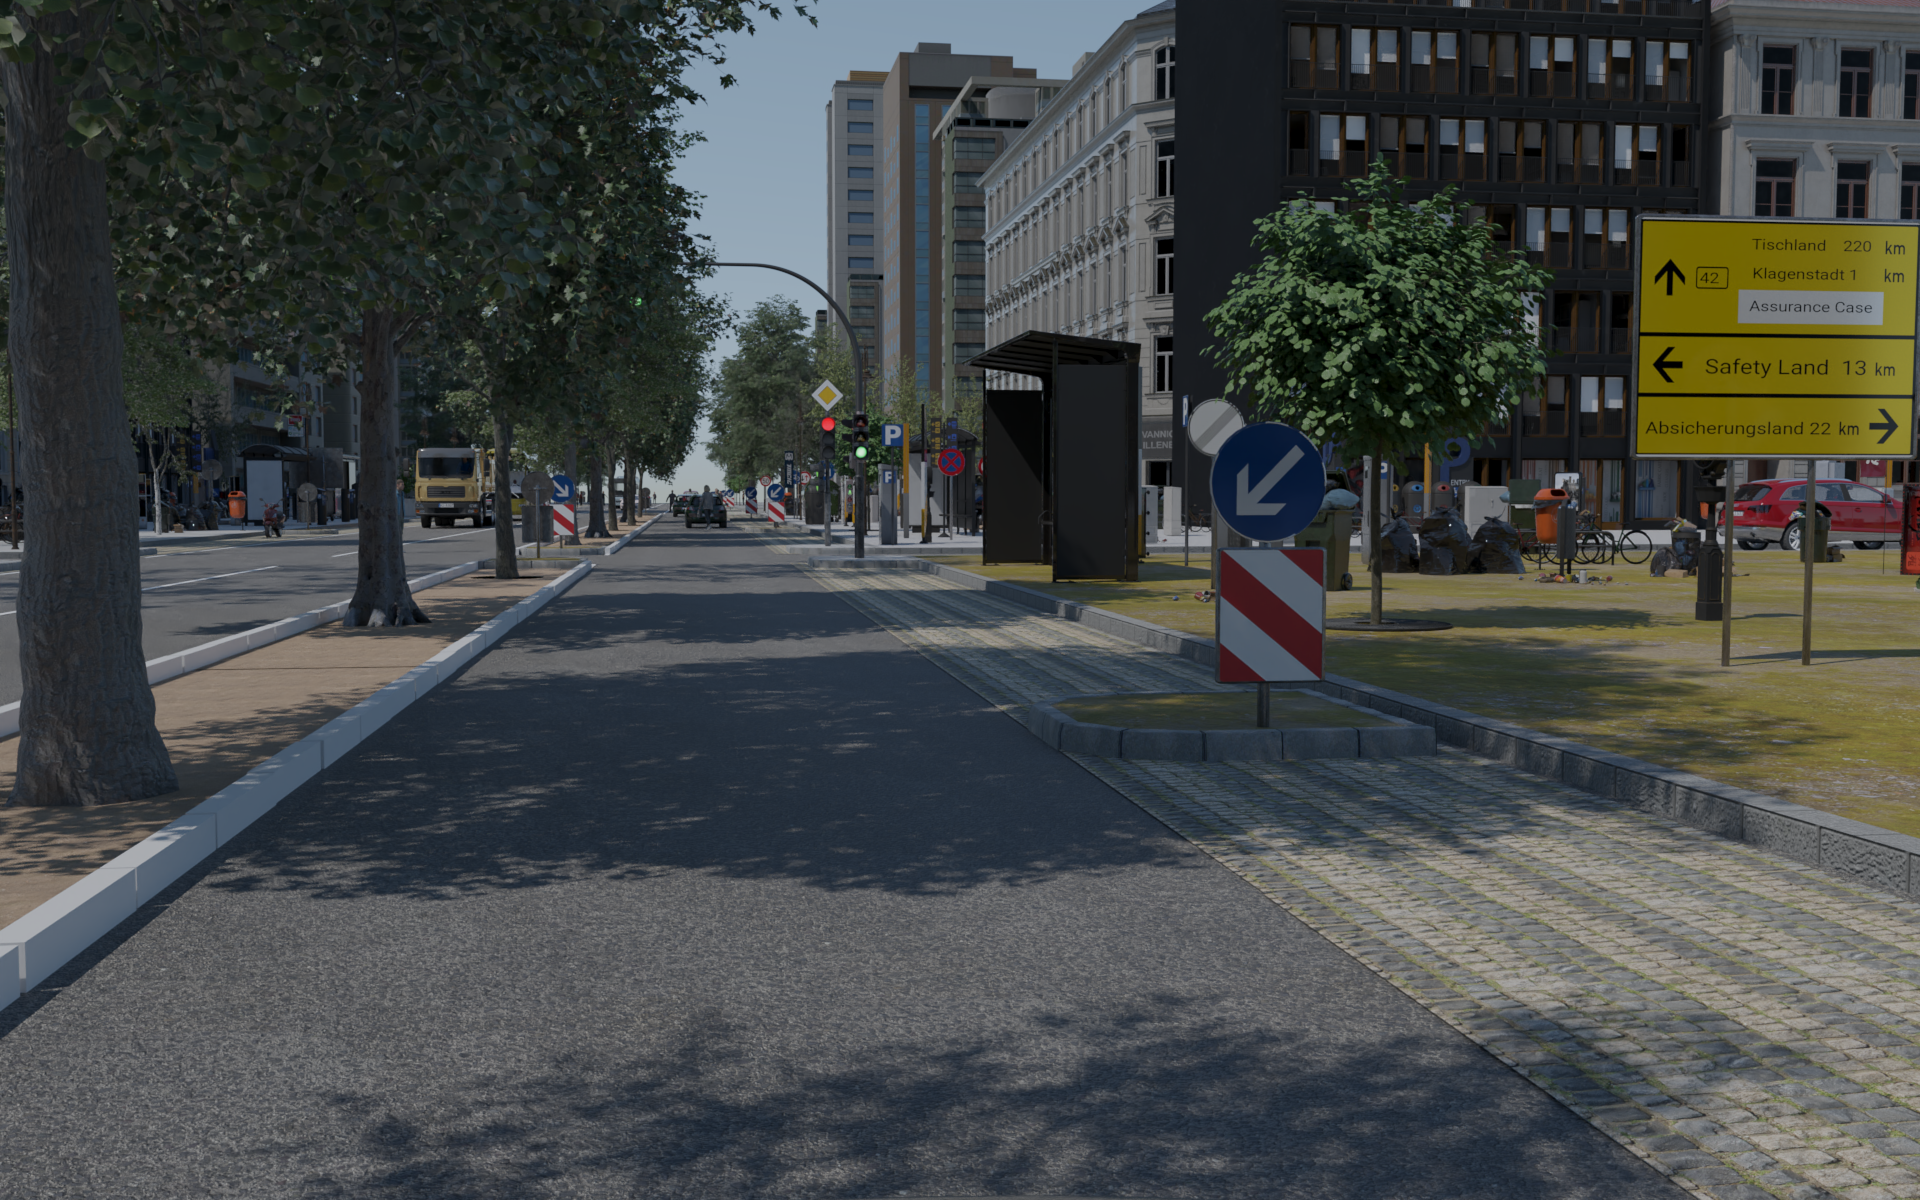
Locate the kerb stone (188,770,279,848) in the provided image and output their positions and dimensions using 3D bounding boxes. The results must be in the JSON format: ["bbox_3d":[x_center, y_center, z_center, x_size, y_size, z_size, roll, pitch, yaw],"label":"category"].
[{"bbox_3d":[-3.136,0.903,7.481,0.120,0.150,1.000,-1,4,-9],"label":"kerb stone"}]

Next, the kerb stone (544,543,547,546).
[{"bbox_3d":[-11.423,-1.528,47.180,0.120,0.150,1.000,-1,4,-9],"label":"kerb stone"}]

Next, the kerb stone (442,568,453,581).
[{"bbox_3d":[-8.508,-0.381,28.446,0.120,0.150,1.000,-1,4,-9],"label":"kerb stone"}]

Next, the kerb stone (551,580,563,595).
[{"bbox_3d":[-5.806,-0.155,24.725,0.120,0.150,1.000,-1,4,-9],"label":"kerb stone"}]

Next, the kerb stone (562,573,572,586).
[{"bbox_3d":[-6.126,-0.278,26.746,0.120,0.150,1.000,-1,4,-9],"label":"kerb stone"}]

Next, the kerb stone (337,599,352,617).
[{"bbox_3d":[-7.252,0.115,20.345,0.120,0.150,1.000,-1,4,-9],"label":"kerb stone"}]

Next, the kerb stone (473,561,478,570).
[{"bbox_3d":[-9.150,-0.630,32.503,0.120,0.150,1.000,-1,4,-9],"label":"kerb stone"}]

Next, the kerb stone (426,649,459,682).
[{"bbox_3d":[-4.076,0.528,13.567,0.120,0.150,1.000,-1,4,-9],"label":"kerb stone"}]

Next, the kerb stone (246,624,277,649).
[{"bbox_3d":[-6.633,0.363,16.303,0.120,0.150,1.000,-1,4,-9],"label":"kerb stone"}]

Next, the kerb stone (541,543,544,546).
[{"bbox_3d":[-11.267,-1.466,46.168,0.120,0.150,1.000,-1,4,-9],"label":"kerb stone"}]

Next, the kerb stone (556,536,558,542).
[{"bbox_3d":[-12.053,-1.776,51.233,0.120,0.150,1.000,-1,4,-9],"label":"kerb stone"}]

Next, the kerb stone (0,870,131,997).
[{"bbox_3d":[-2.818,1.027,5.455,0.120,0.150,1.000,-1,4,-9],"label":"kerb stone"}]

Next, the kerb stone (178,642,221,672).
[{"bbox_3d":[-6.309,0.485,14.271,0.120,0.150,1.000,-1,4,-9],"label":"kerb stone"}]

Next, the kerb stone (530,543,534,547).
[{"bbox_3d":[-10.790,-1.281,43.132,0.120,0.150,1.000,-1,4,-9],"label":"kerb stone"}]

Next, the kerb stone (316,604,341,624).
[{"bbox_3d":[-7.105,0.175,19.333,0.120,0.150,1.000,-1,4,-9],"label":"kerb stone"}]

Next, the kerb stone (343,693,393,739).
[{"bbox_3d":[-3.608,0.716,10.524,0.120,0.150,1.000,-1,4,-9],"label":"kerb stone"}]

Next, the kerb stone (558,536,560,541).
[{"bbox_3d":[-12.210,-1.833,52.246,0.120,0.150,1.000,-1,4,-9],"label":"kerb stone"}]

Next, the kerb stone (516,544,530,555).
[{"bbox_3d":[-10.635,-1.217,42.122,0.120,0.150,1.000,-1,4,-9],"label":"kerb stone"}]

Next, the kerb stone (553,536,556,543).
[{"bbox_3d":[-11.890,-1.709,50.213,0.120,0.150,1.000,-1,4,-9],"label":"kerb stone"}]

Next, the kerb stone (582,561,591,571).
[{"bbox_3d":[-6.917,-0.584,31.807,0.120,0.150,1.000,-1,4,-9],"label":"kerb stone"}]

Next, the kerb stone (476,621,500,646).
[{"bbox_3d":[-4.552,0.341,16.621,0.120,0.150,1.000,-1,4,-9],"label":"kerb stone"}]

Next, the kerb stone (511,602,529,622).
[{"bbox_3d":[-5.028,0.159,19.662,0.120,0.150,1.000,-1,4,-9],"label":"kerb stone"}]

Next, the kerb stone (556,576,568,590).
[{"bbox_3d":[-5.968,-0.217,25.736,0.120,0.150,1.000,-1,4,-9],"label":"kerb stone"}]

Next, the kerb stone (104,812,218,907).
[{"bbox_3d":[-2.980,0.968,6.470,0.120,0.150,1.000,-1,4,-9],"label":"kerb stone"}]

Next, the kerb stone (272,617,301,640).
[{"bbox_3d":[-6.787,0.302,17.314,0.120,0.150,1.000,-1,4,-9],"label":"kerb stone"}]

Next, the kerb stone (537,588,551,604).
[{"bbox_3d":[-5.500,-0.024,22.699,0.120,0.150,1.000,-1,4,-9],"label":"kerb stone"}]

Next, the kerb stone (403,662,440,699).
[{"bbox_3d":[-3.925,0.590,12.551,0.120,0.150,1.000,-1,4,-9],"label":"kerb stone"}]

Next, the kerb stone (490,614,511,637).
[{"bbox_3d":[-4.713,0.279,17.635,0.120,0.150,1.000,-1,4,-9],"label":"kerb stone"}]

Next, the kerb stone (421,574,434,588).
[{"bbox_3d":[-8.196,-0.258,26.419,0.120,0.150,1.000,-1,4,-9],"label":"kerb stone"}]

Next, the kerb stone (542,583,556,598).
[{"bbox_3d":[-5.662,-0.093,23.713,0.120,0.150,1.000,-1,4,-9],"label":"kerb stone"}]

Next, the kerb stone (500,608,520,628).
[{"bbox_3d":[-4.881,0.217,18.647,0.120,0.150,1.000,-1,4,-9],"label":"kerb stone"}]

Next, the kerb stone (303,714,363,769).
[{"bbox_3d":[-3.449,0.776,9.507,0.120,0.150,1.000,-1,4,-9],"label":"kerb stone"}]

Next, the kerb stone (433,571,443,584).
[{"bbox_3d":[-8.360,-0.320,27.434,0.120,0.150,1.000,-1,4,-9],"label":"kerb stone"}]

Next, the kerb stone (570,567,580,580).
[{"bbox_3d":[-6.444,-0.402,28.766,0.120,0.150,1.000,-1,4,-9],"label":"kerb stone"}]

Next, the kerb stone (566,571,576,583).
[{"bbox_3d":[-6.287,-0.332,27.756,0.120,0.150,1.000,-1,4,-9],"label":"kerb stone"}]

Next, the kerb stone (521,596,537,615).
[{"bbox_3d":[-5.181,0.093,20.675,0.120,0.150,1.000,-1,4,-9],"label":"kerb stone"}]

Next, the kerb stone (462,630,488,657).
[{"bbox_3d":[-4.400,0.406,15.601,0.120,0.150,1.000,-1,4,-9],"label":"kerb stone"}]

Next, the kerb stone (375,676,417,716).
[{"bbox_3d":[-3.772,0.654,11.533,0.120,0.150,1.000,-1,4,-9],"label":"kerb stone"}]

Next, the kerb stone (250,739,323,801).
[{"bbox_3d":[-3.303,0.838,8.490,0.120,0.150,1.000,-1,4,-9],"label":"kerb stone"}]

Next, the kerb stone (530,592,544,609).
[{"bbox_3d":[-5.339,0.031,21.687,0.120,0.150,1.000,-1,4,-9],"label":"kerb stone"}]

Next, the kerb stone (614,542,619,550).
[{"bbox_3d":[-8.727,-1.305,43.537,0.120,0.150,1.000,-1,4,-9],"label":"kerb stone"}]

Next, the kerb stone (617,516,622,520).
[{"bbox_3d":[-19.758,-4.812,100.889,0.120,0.150,1.000,-1,4,-9],"label":"kerb stone"}]

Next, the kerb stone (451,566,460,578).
[{"bbox_3d":[-8.670,-0.441,29.459,0.120,0.150,1.000,-1,4,-9],"label":"kerb stone"}]

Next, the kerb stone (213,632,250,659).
[{"bbox_3d":[-6.479,0.424,15.285,0.120,0.150,1.000,-1,4,-9],"label":"kerb stone"}]

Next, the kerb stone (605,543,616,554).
[{"bbox_3d":[-8.581,-1.243,42.525,0.120,0.150,1.000,-1,4,-9],"label":"kerb stone"}]

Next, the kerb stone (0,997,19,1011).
[{"bbox_3d":[-2.663,1.088,4.432,0.120,0.150,1.000,-1,4,-9],"label":"kerb stone"}]

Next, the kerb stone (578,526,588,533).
[{"bbox_3d":[-14.257,-2.644,65.430,0.120,0.150,1.000,-1,4,-9],"label":"kerb stone"}]

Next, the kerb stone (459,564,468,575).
[{"bbox_3d":[-8.831,-0.506,30.471,0.120,0.150,1.000,-1,4,-9],"label":"kerb stone"}]

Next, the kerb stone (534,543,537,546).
[{"bbox_3d":[-10.947,-1.340,44.147,0.120,0.150,1.000,-1,4,-9],"label":"kerb stone"}]

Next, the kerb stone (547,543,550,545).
[{"bbox_3d":[-11.583,-1.588,48.189,0.120,0.150,1.000,-1,4,-9],"label":"kerb stone"}]

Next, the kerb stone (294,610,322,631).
[{"bbox_3d":[-6.947,0.237,18.323,0.120,0.150,1.000,-1,4,-9],"label":"kerb stone"}]

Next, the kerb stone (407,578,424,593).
[{"bbox_3d":[-8.044,-0.191,25.409,0.120,0.150,1.000,-1,4,-9],"label":"kerb stone"}]

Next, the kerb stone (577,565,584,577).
[{"bbox_3d":[-6.596,-0.464,29.784,0.120,0.150,1.000,-1,4,-9],"label":"kerb stone"}]

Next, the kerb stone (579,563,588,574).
[{"bbox_3d":[-6.749,-0.526,30.799,0.120,0.150,1.000,-1,4,-9],"label":"kerb stone"}]

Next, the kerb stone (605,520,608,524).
[{"bbox_3d":[-17.560,-3.945,86.699,0.120,0.150,1.000,-1,4,-9],"label":"kerb stone"}]

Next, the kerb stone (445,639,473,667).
[{"bbox_3d":[-4.244,0.466,14.581,0.120,0.150,1.000,-1,4,-9],"label":"kerb stone"}]

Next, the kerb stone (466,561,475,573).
[{"bbox_3d":[-8.987,-0.568,31.486,0.120,0.150,1.000,-1,4,-9],"label":"kerb stone"}]
